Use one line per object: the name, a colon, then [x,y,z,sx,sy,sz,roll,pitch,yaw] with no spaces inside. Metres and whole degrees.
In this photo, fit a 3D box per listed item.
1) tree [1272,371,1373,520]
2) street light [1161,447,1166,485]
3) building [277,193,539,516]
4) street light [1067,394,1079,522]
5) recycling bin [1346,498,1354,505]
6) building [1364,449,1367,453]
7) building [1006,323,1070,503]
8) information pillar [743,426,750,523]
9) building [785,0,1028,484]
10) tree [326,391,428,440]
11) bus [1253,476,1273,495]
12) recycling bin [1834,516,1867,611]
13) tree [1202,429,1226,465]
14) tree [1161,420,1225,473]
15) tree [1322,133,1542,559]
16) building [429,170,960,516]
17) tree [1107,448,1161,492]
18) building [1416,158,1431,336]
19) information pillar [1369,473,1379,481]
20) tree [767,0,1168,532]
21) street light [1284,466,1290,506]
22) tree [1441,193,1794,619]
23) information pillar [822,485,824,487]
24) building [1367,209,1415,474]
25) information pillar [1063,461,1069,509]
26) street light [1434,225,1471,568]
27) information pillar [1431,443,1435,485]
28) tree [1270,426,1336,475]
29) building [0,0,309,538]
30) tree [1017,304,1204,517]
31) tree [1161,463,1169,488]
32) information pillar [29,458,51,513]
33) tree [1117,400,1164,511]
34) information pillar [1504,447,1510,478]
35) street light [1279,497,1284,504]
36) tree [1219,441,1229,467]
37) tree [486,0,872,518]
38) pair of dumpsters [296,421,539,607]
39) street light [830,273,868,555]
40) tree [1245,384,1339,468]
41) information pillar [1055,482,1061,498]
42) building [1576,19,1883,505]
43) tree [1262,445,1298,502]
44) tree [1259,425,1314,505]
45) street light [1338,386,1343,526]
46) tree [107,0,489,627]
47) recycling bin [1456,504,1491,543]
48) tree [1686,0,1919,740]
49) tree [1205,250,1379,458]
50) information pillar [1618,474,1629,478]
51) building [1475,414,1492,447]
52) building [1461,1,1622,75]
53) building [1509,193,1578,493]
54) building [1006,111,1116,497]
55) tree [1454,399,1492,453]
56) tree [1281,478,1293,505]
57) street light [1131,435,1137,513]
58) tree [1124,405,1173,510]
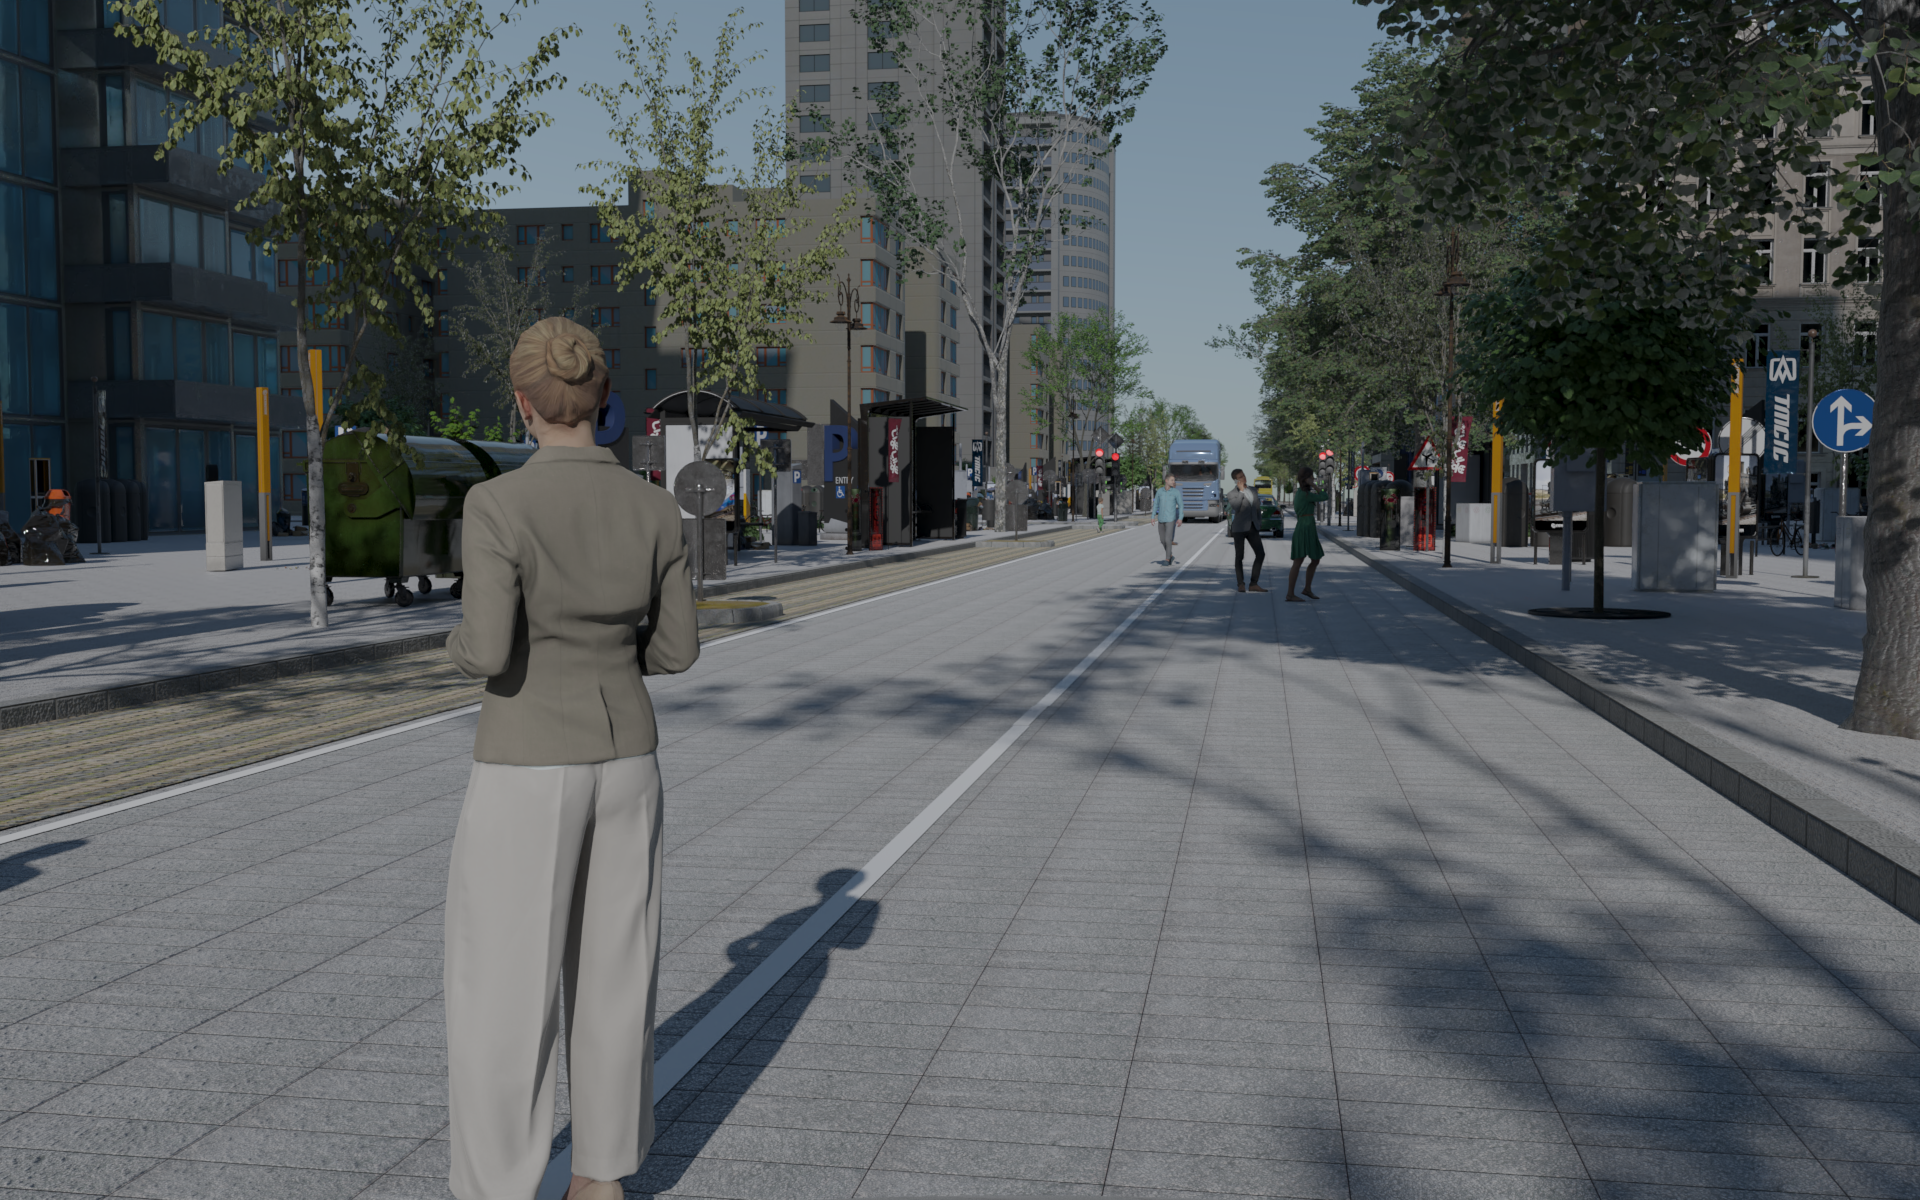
tree: [19.847,-8.786,94.007,4.737,8.622,4.395,0,3,0]
street light: [18.186,-11.156,155.186,0.468,5.910,1.993,1,4,10]
building: [-47.998,-16.633,116.992,28.899,21.520,27.650,1,4,10]
street light: [5.237,-6.559,80.030,0.468,5.910,1.993,1,4,10]
recycling bin: [24.793,-5.920,109.341,0.722,1.027,0.722,0,4,0]
building: [76.121,-32.186,297.940,14.160,30.474,14.107,1,4,10]
building: [-3.104,-21.280,192.969,27.650,21.520,28.899,1,4,10]
information pillar: [-7.091,-4.052,57.610,0.183,3.616,0.504,1,4,9]
building: [-4.151,-44.539,166.461,20.563,71.187,20.611,1,4,10]
tree: [-17.405,-4.151,51.590,4.285,4.588,4.351,0,3,0]
bus: [42.159,-15.257,241.002,2.896,3.916,12.252,1,4,10]
recycling bin: [10.238,-0.414,19.319,0.722,1.027,0.722,1,4,13]
tree: [42.042,-23.247,298.206,7.486,12.596,7.792,0,3,0]
tree: [27.731,-16.913,210.933,8.767,10.594,7.601,-2,4,-26]
tree: [9.445,-5.129,34.223,4.360,8.622,3.978,0,3,0]
building: [-16.095,-16.684,117.820,27.650,21.520,28.899,1,4,10]
tree: [11.717,-8.478,122.329,4.285,4.588,4.351,0,3,0]
building: [62.311,-32.958,193.483,22.147,44.769,28.867,1,4,10]
information pillar: [14.216,-3.365,59.506,0.304,2.012,0.304,1,4,9]
tree: [0.336,-12.419,58.946,12.611,20.169,13.585,0,3,0]
street light: [35.774,-13.165,188.040,0.468,5.910,1.993,1,4,10]
tree: [6.870,-2.112,18.251,4.285,4.588,4.351,0,3,0]
information pillar: [-7.327,-6.268,93.839,0.183,3.616,0.504,-3,4,-38]
building: [77.248,-40.040,278.359,21.300,48.544,21.600,1,4,10]
information pillar: [7.358,-8.045,122.895,0.183,3.616,0.504,-1,4,-16]
street light: [8.507,-3.503,30.064,0.468,5.910,1.993,1,4,10]
information pillar: [21.611,-5.409,79.797,0.504,3.616,0.183,0,4,3]
tree: [35.267,-14.793,176.275,7.601,10.594,8.767,-2,4,-34]
building: [-38.460,-26.540,53.532,30.456,49.044,23.786,1,4,10]
tree: [6.949,-10.420,96.121,9.928,11.665,9.643,0,3,0]
tree: [17.876,-10.704,158.726,4.285,4.588,4.351,0,3,0]
information pillar: [-18.830,-1.896,35.491,0.304,2.012,0.304,3,5,42]
tree: [13.484,-11.169,132.976,4.360,8.622,3.978,0,3,0]
information pillar: [26.474,-5.667,84.011,0.504,3.616,0.183,-2,4,-35]
street light: [42.419,-15.529,226.685,0.468,5.910,1.993,1,4,10]
tree: [22.437,-15.867,185.184,9.928,11.665,9.643,0,3,0]
tree: [-3.809,-4.658,26.525,4.737,8.622,4.395,0,3,0]
pair of dumpsters: [-6.489,-1.170,21.617,1.574,2.255,4.437,1,4,10]
street light: [-2.330,-3.894,36.447,0.468,5.910,1.993,1,4,10]
tree: [31.314,-15.168,158.360,12.009,13.543,11.850,0,3,0]
information pillar: [5.815,-5.986,102.356,0.304,2.012,0.304,1,4,15]
building: [46.400,-18.028,92.023,25.104,27.353,12.463,1,4,10]
tree: [51.930,-21.466,276.727,9.928,11.665,9.643,0,3,0]
tree: [37.396,-16.914,194.664,7.486,12.596,7.792,0,3,0]
street light: [15.116,-5.869,68.753,0.468,5.910,1.993,1,4,10]
tree: [-5.960,-4.046,16.518,4.737,8.622,4.395,0,3,0]
recycling bin: [13.668,-2.046,46.008,0.722,1.027,0.722,-1,4,-17]
tree: [5.250,-6.251,8.860,9.857,13.997,8.962,0,3,0]
tree: [25.758,-17.059,134.809,12.611,20.169,13.585,0,3,0]
information pillar: [24.779,-3.687,64.770,0.304,2.012,0.304,-2,4,-24]
building: [50.036,-16.632,139.380,16.820,18.784,16.811,1,4,10]
building: [51.777,-31.064,158.012,14.600,45.320,14.200,1,4,10]
building: [43.310,-16.087,117.771,10.420,20.320,16.860,1,4,10]
building: [12.202,-44.333,266.840,21.231,58.520,28.212,1,4,10]
tree: [29.118,-8.816,94.507,4.737,8.622,4.395,0,3,0]
tree: [48.695,-16.041,256.868,1.663,3.219,1.824,0,3,0]
street light: [11.834,-8.923,118.684,0.468,5.910,1.993,1,4,10]
tree: [15.657,-11.723,142.027,4.737,8.622,4.395,0,3,0]
